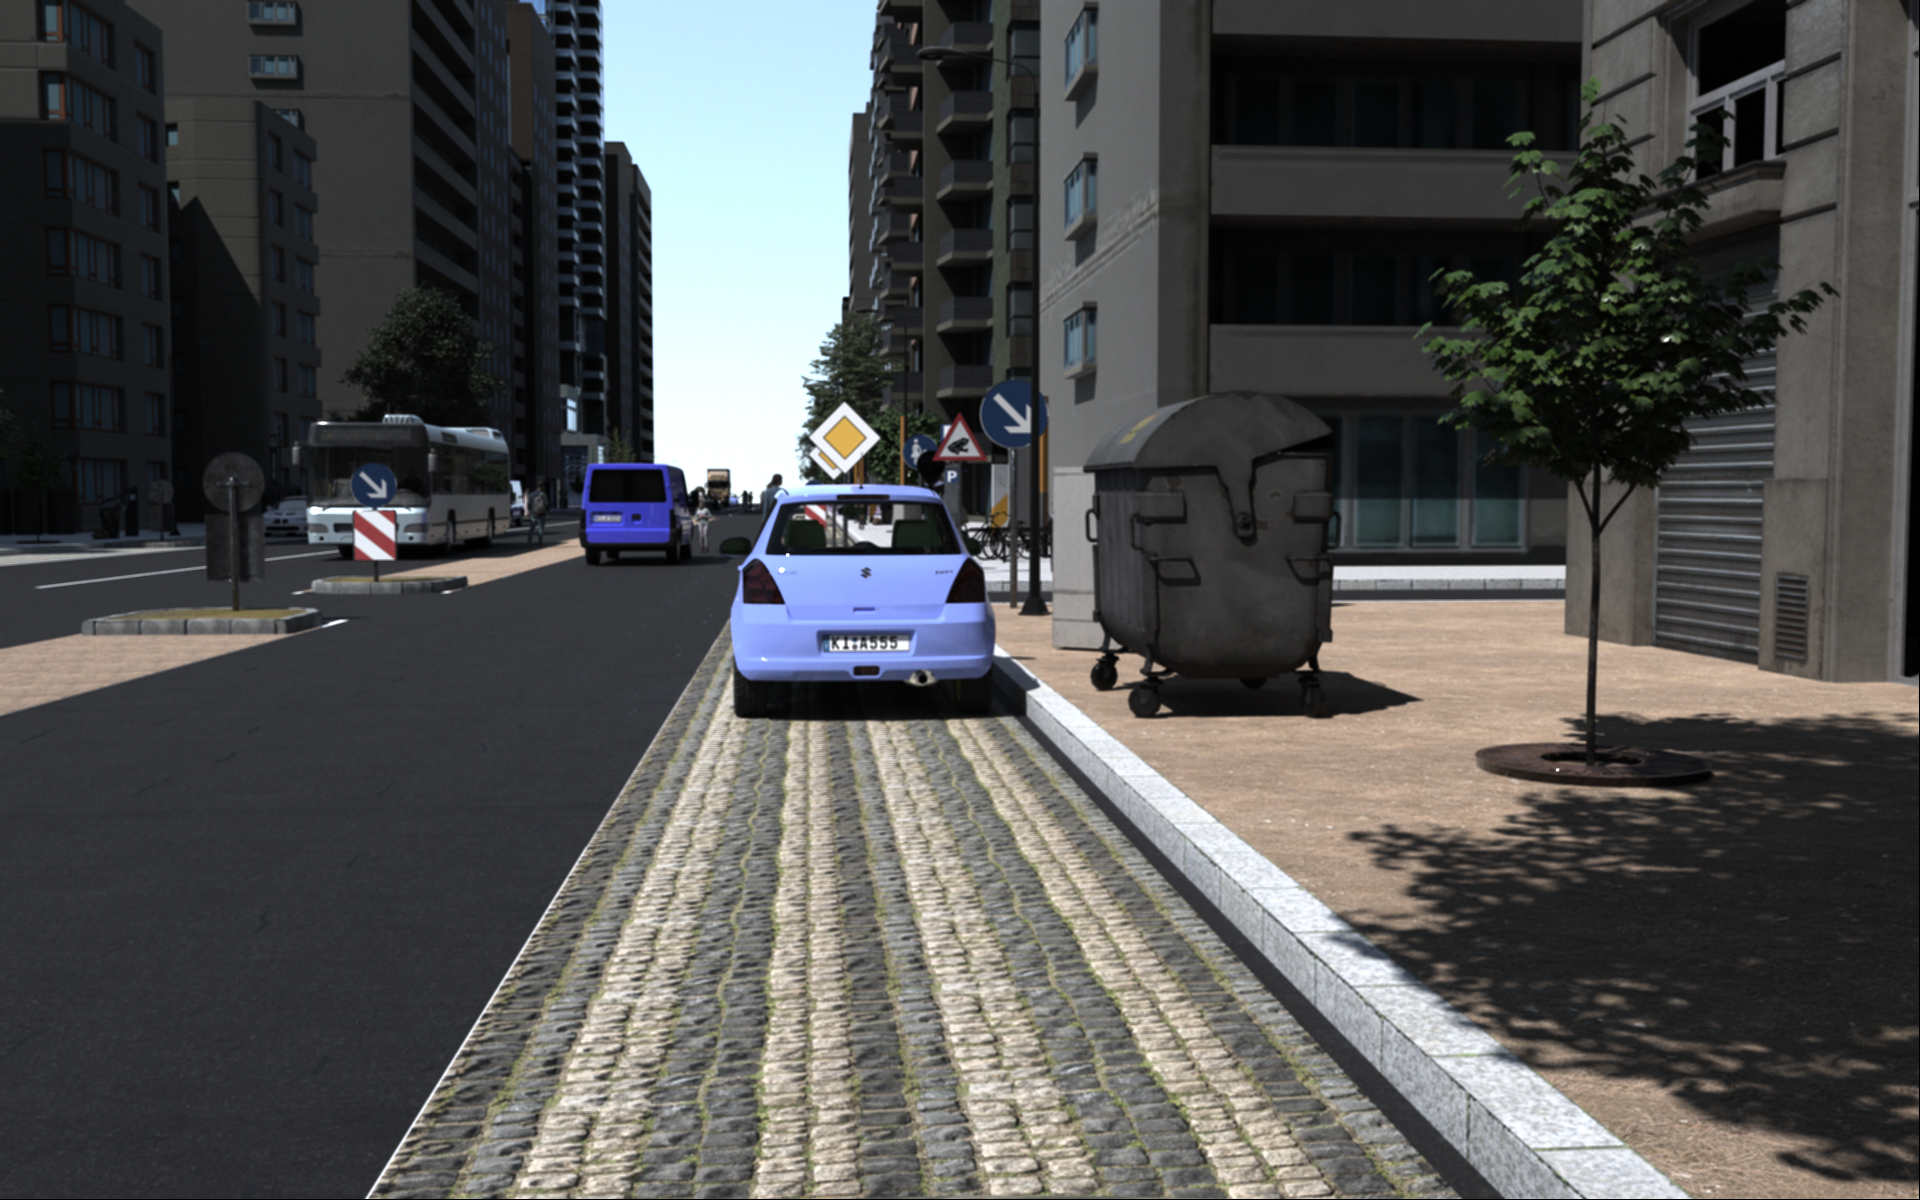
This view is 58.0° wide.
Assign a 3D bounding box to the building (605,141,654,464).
[{"bbox_3d":[-54.366,-37.730,240.593,21.300,48.544,21.600,0,4,-5],"label":"building"}]

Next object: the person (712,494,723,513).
[{"bbox_3d":[-18.734,-7.401,132.769,1.065,1.426,0.557,1,4,11],"label":"person"}]

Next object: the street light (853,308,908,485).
[{"bbox_3d":[-1.904,-4.336,43.434,1.470,5.913,1.316,0,4,-5],"label":"street light"}]

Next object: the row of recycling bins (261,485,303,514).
[{"bbox_3d":[-29.849,-4.223,76.162,1.069,1.692,3.534,0,4,2],"label":"row of recycling bins"}]

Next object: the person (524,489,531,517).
[{"bbox_3d":[-26.349,-5.897,105.590,0.621,1.740,0.551,-2,4,-30],"label":"person"}]

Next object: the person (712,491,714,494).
[{"bbox_3d":[-25.107,-10.235,176.399,0.434,1.755,0.990,-1,4,-23],"label":"person"}]

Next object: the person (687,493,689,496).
[{"bbox_3d":[-12.154,-4.125,76.532,0.643,1.750,0.593,-3,5,-45],"label":"person"}]

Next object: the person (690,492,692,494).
[{"bbox_3d":[-34.251,-12.963,220.967,0.721,1.766,1.217,1,4,21],"label":"person"}]

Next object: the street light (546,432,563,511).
[{"bbox_3d":[-30.366,-9.607,129.621,1.470,5.913,1.316,0,4,-5],"label":"street light"}]

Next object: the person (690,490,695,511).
[{"bbox_3d":[-22.851,-8.489,147.749,0.568,1.767,0.683,1,4,13],"label":"person"}]

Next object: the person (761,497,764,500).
[{"bbox_3d":[-14.897,-7.664,134.491,1.217,1.739,0.721,-2,4,-26],"label":"person"}]

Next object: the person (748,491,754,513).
[{"bbox_3d":[-15.825,-7.425,131.360,0.415,1.643,0.593,-2,4,-35],"label":"person"}]

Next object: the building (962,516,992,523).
[{"bbox_3d":[7.201,-26.498,87.864,22.147,44.769,28.867,0,4,-5],"label":"building"}]

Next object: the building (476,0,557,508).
[{"bbox_3d":[-44.222,-30.945,156.065,14.600,45.320,14.200,0,4,-5],"label":"building"}]

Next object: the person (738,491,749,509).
[{"bbox_3d":[-20.132,-9.329,161.547,1.217,1.766,0.721,0,4,-3],"label":"person"}]

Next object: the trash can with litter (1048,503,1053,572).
[{"bbox_3d":[1.947,-1.027,28.177,1.055,1.170,0.624,0,4,6],"label":"trash can with litter"}]

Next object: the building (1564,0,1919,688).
[{"bbox_3d":[14.021,-10.298,1.659,16.112,22.955,30.059,0,4,-5],"label":"building"}]

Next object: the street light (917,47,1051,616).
[{"bbox_3d":[0.255,-2.793,18.210,1.470,5.913,1.316,0,4,-5],"label":"street light"}]

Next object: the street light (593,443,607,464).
[{"bbox_3d":[-32.957,-11.365,158.356,1.470,5.913,1.316,0,4,-5],"label":"street light"}]

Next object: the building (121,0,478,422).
[{"bbox_3d":[-43.016,-29.659,108.628,21.300,48.544,21.600,0,4,-5],"label":"building"}]

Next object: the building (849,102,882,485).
[{"bbox_3d":[-2.615,-35.952,211.516,21.300,48.544,21.600,0,4,-5],"label":"building"}]

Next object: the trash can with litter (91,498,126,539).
[{"bbox_3d":[-24.419,-2.340,49.643,0.624,1.170,1.055,0,4,-1],"label":"trash can with litter"}]

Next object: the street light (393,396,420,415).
[{"bbox_3d":[-26.184,-6.688,81.896,1.470,5.913,1.316,0,4,-5],"label":"street light"}]

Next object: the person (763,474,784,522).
[{"bbox_3d":[-3.548,-1.523,33.431,0.581,1.822,0.654,1,4,13],"label":"person"}]

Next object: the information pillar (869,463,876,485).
[{"bbox_3d":[-3.920,-5.278,77.654,0.183,3.616,0.504,2,4,30],"label":"information pillar"}]

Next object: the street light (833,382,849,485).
[{"bbox_3d":[-4.574,-6.094,72.173,1.470,5.913,1.316,0,4,-5],"label":"street light"}]

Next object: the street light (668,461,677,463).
[{"bbox_3d":[-40.286,-16.500,242.309,1.470,5.913,1.316,0,4,-5],"label":"street light"}]

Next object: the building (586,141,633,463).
[{"bbox_3d":[-49.907,-34.999,222.348,14.600,45.320,14.200,0,4,-5],"label":"building"}]

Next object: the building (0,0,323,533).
[{"bbox_3d":[-43.965,-13.733,69.568,27.650,21.520,28.899,0,4,-5],"label":"building"}]

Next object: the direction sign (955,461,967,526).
[{"bbox_3d":[0.041,-4.767,69.944,0.379,3.537,0.876,2,4,34],"label":"direction sign"}]

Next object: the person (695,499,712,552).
[{"bbox_3d":[-6.314,-1.827,42.649,0.425,1.301,0.394,0,4,-6],"label":"person"}]

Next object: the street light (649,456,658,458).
[{"bbox_3d":[-37.755,-14.682,212.595,1.470,5.913,1.316,0,4,-5],"label":"street light"}]

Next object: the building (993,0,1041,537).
[{"bbox_3d":[7.869,-17.510,57.991,14.160,30.474,14.107,0,4,-5],"label":"building"}]

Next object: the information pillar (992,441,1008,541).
[{"bbox_3d":[1.089,-3.459,47.912,0.504,3.616,0.183,-2,4,-29],"label":"information pillar"}]

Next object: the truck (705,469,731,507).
[{"bbox_3d":[-27.179,-12.610,195.083,2.839,4.237,11.283,0,4,-7],"label":"truck"}]

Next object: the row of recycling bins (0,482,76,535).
[{"bbox_3d":[-29.866,-2.909,54.672,3.534,1.692,1.069,-1,4,-18],"label":"row of recycling bins"}]

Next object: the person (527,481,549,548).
[{"bbox_3d":[-11.204,-2.273,46.018,0.623,1.781,0.721,0,4,1],"label":"person"}]

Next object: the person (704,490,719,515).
[{"bbox_3d":[-16.787,-6.551,116.336,1.217,1.735,0.721,1,4,14],"label":"person"}]

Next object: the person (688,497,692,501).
[{"bbox_3d":[-21.609,-7.779,135.714,0.705,1.821,1.348,3,5,42],"label":"person"}]

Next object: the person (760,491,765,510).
[{"bbox_3d":[-18.167,-9.207,159.704,0.551,1.740,0.621,-3,5,-40],"label":"person"}]

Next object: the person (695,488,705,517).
[{"bbox_3d":[-14.537,-5.373,96.568,0.478,1.798,0.641,3,4,38],"label":"person"}]

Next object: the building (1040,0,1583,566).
[{"bbox_3d":[12.867,-25.432,39.513,21.600,48.544,21.300,0,4,-5],"label":"building"}]

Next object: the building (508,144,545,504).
[{"bbox_3d":[-42.476,-22.668,142.320,14.160,30.474,14.107,0,4,-5],"label":"building"}]

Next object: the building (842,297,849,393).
[{"bbox_3d":[-10.265,-29.457,253.329,14.160,30.474,14.107,0,4,-5],"label":"building"}]

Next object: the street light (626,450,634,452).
[{"bbox_3d":[-35.194,-12.927,183.903,1.470,5.913,1.316,0,4,-5],"label":"street light"}]

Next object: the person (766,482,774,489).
[{"bbox_3d":[-4.624,-2.031,42.462,0.466,1.731,0.760,1,4,20],"label":"person"}]

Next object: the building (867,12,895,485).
[{"bbox_3d":[3.083,-33.053,160.022,23.786,49.044,30.456,0,4,-5],"label":"building"}]

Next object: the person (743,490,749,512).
[{"bbox_3d":[-17.508,-8.091,141.463,0.551,1.740,0.621,1,4,12],"label":"person"}]

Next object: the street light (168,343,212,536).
[{"bbox_3d":[-23.708,-4.943,53.353,1.470,5.913,1.316,0,4,-5],"label":"street light"}]

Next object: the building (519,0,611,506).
[{"bbox_3d":[-51.448,-54.168,198.311,22.319,86.520,31.000,0,4,-5],"label":"building"}]
